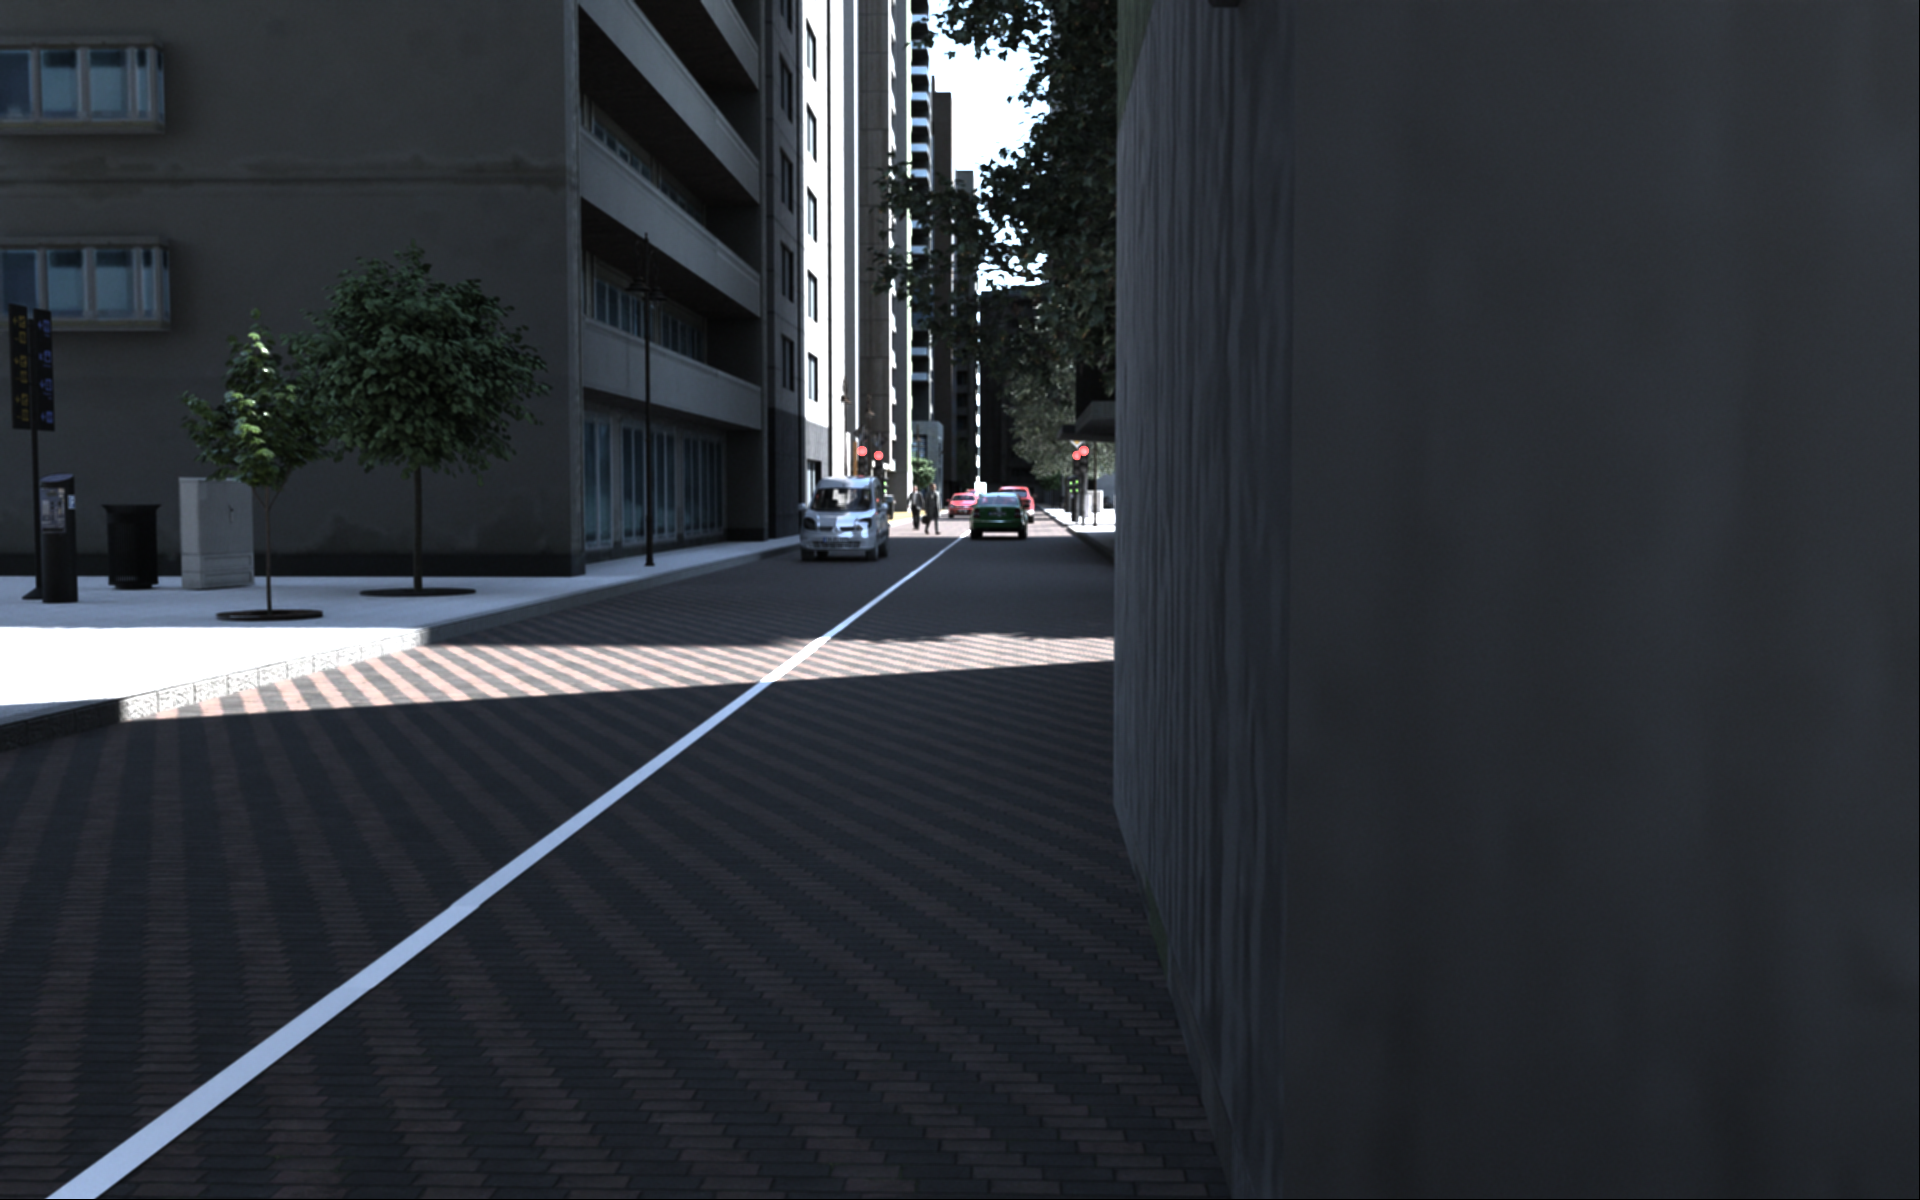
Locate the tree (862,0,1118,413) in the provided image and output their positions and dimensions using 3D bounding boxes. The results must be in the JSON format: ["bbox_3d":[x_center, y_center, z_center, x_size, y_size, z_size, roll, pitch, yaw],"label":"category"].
[{"bbox_3d":[3.943,-6.499,23.273,9.611,12.733,9.660,0,3,0],"label":"tree"}]

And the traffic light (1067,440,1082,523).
[{"bbox_3d":[5.142,-5.357,76.503,0.839,4.253,0.868,0,4,2],"label":"traffic light"}]

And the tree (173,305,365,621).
[{"bbox_3d":[-7.299,-1.425,17.900,1.663,3.219,1.824,0,3,0],"label":"tree"}]

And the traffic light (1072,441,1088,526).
[{"bbox_3d":[4.865,-4.869,68.523,0.839,4.253,0.868,0,4,2],"label":"traffic light"}]

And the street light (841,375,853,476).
[{"bbox_3d":[-4.434,-5.762,66.995,0.468,5.910,1.993,0,4,2],"label":"street light"}]

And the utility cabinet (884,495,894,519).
[{"bbox_3d":[-3.860,-4.669,87.504,1.020,1.237,0.306,-2,4,-24],"label":"utility cabinet"}]

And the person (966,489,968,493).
[{"bbox_3d":[0.545,-6.993,123.241,0.834,1.777,0.661,-1,4,-18],"label":"person"}]

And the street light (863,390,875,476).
[{"bbox_3d":[-4.031,-6.377,77.048,0.468,5.910,1.993,0,4,2],"label":"street light"}]

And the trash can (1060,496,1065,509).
[{"bbox_3d":[8.613,-8.104,144.156,0.748,1.137,0.748,0,3,0],"label":"trash can"}]

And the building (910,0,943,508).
[{"bbox_3d":[-12.538,-52.190,165.970,22.319,86.520,31.000,0,4,2],"label":"building"}]

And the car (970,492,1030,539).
[{"bbox_3d":[1.300,-2.925,56.616,1.959,1.807,4.718,0,4,3],"label":"car"}]

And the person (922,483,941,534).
[{"bbox_3d":[-0.971,-3.243,61.630,0.694,1.812,0.767,-2,4,-27],"label":"person"}]

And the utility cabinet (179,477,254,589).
[{"bbox_3d":[-10.100,-0.912,23.585,0.318,1.500,1.173,1,4,12],"label":"utility cabinet"}]

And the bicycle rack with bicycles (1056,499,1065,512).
[{"bbox_3d":[8.211,-6.870,125.710,2.852,0.926,2.925,-2,4,-24],"label":"bicycle rack with bicycles"}]

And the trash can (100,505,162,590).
[{"bbox_3d":[-11.181,-0.719,23.401,0.748,1.137,0.748,0,3,0],"label":"trash can"}]

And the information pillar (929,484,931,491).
[{"bbox_3d":[-1.955,-7.130,121.065,0.304,2.012,0.304,1,4,13],"label":"information pillar"}]

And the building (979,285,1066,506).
[{"bbox_3d":[9.646,-28.776,242.183,14.107,30.474,14.160,0,4,2],"label":"building"}]

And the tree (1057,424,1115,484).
[{"bbox_3d":[8.358,-10.916,128.846,4.737,8.622,4.395,0,3,0],"label":"tree"}]

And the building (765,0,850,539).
[{"bbox_3d":[-15.079,-37.901,57.940,20.611,71.187,20.563,0,4,2],"label":"building"}]

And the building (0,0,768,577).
[{"bbox_3d":[-16.288,-25.226,36.143,21.300,48.544,21.600,0,4,2],"label":"building"}]

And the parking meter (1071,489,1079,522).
[{"bbox_3d":[5.254,-4.316,78.983,0.372,1.533,0.369,0,3,0],"label":"parking meter"}]

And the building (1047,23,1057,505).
[{"bbox_3d":[21.311,-40.996,212.289,21.231,58.520,28.212,0,4,2],"label":"building"}]

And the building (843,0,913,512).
[{"bbox_3d":[-10.792,-26.730,120.622,14.154,41.232,14.086,0,4,2],"label":"building"}]

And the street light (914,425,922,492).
[{"bbox_3d":[-2.770,-8.620,113.730,0.468,5.910,1.993,0,4,2],"label":"street light"}]

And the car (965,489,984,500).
[{"bbox_3d":[1.148,-7.923,138.209,2.281,1.827,5.304,0,4,0],"label":"car"}]

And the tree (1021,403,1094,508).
[{"bbox_3d":[8.348,-14.052,147.871,7.486,12.596,7.792,0,3,0],"label":"tree"}]

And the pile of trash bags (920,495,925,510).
[{"bbox_3d":[-3.356,-7.851,138.109,1.912,1.369,3.447,2,4,30],"label":"pile of trash bags"}]

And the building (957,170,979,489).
[{"bbox_3d":[-8.242,-38.064,246.052,21.600,48.544,21.300,0,4,2],"label":"building"}]

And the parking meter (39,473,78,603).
[{"bbox_3d":[-10.657,-0.738,20.470,0.372,1.533,0.369,0,3,0],"label":"parking meter"}]

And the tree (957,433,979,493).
[{"bbox_3d":[0.185,-15.320,200.837,4.737,8.622,4.395,0,3,0],"label":"tree"}]

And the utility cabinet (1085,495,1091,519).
[{"bbox_3d":[6.730,-4.902,91.314,0.306,1.237,1.020,0,4,7],"label":"utility cabinet"}]

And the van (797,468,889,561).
[{"bbox_3d":[-2.533,-1.927,38.511,2.013,2.044,4.112,0,4,2],"label":"van"}]

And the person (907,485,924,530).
[{"bbox_3d":[-1.786,-3.693,69.276,0.661,1.777,0.834,0,4,1],"label":"person"}]

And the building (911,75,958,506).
[{"bbox_3d":[-7.523,-32.998,189.626,14.600,45.320,14.200,0,4,2],"label":"building"}]

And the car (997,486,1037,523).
[{"bbox_3d":[2.692,-4.757,86.458,2.281,1.827,5.304,0,4,3],"label":"car"}]

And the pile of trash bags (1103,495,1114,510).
[{"bbox_3d":[12.946,-8.284,145.190,1.912,1.369,3.447,1,4,20],"label":"pile of trash bags"}]

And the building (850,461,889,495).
[{"bbox_3d":[-20.407,-24.593,93.980,32.217,40.220,23.993,0,4,2],"label":"building"}]

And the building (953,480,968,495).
[{"bbox_3d":[-13.727,-34.374,216.646,28.867,44.769,22.147,0,4,2],"label":"building"}]

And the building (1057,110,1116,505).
[{"bbox_3d":[23.929,-35.475,169.249,28.713,52.752,27.495,0,4,2],"label":"building"}]

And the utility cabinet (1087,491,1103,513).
[{"bbox_3d":[8.782,-6.432,113.838,1.173,1.500,0.318,2,4,28],"label":"utility cabinet"}]

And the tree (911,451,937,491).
[{"bbox_3d":[-3.424,-9.001,130.884,4.285,4.588,4.351,0,3,0],"label":"tree"}]

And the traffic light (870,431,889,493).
[{"bbox_3d":[-3.564,-5.374,76.788,0.839,4.253,0.868,0,4,2],"label":"traffic light"}]

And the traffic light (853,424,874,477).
[{"bbox_3d":[-3.841,-4.886,68.808,0.839,4.253,0.868,0,4,2],"label":"traffic light"}]

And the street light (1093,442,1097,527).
[{"bbox_3d":[5.292,-5.803,67.674,0.468,5.910,1.993,0,4,2],"label":"street light"}]

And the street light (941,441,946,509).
[{"bbox_3d":[-1.444,-10.855,150.272,0.468,5.910,1.993,0,4,2],"label":"street light"}]

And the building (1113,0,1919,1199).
[{"bbox_3d":[7.779,-19.852,8.178,14.154,41.232,14.086,0,4,2],"label":"building"}]

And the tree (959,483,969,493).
[{"bbox_3d":[0.372,-14.367,229.494,1.663,3.219,1.824,0,3,0],"label":"tree"}]

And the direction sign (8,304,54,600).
[{"bbox_3d":[-11.277,-1.781,21.109,0.379,3.537,0.876,0,4,1],"label":"direction sign"}]

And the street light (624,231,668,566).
[{"bbox_3d":[-5.546,-3.547,30.780,0.468,5.910,1.993,0,4,2],"label":"street light"}]

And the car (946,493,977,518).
[{"bbox_3d":[0.243,-5.858,104.811,2.155,1.783,4.494,0,4,2],"label":"car"}]

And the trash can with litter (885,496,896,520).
[{"bbox_3d":[-3.524,-4.524,85.347,0.624,1.170,1.055,0,4,4],"label":"trash can with litter"}]

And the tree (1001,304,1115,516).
[{"bbox_3d":[7.587,-13.043,119.914,9.857,13.997,8.962,0,3,0],"label":"tree"}]

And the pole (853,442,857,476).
[{"bbox_3d":[-4.067,-4.497,67.369,0.158,3.312,0.155,0,3,0],"label":"pole"}]

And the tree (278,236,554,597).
[{"bbox_3d":[-6.935,-2.352,22.171,4.285,4.588,4.351,0,3,0],"label":"tree"}]

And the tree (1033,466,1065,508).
[{"bbox_3d":[8.243,-10.498,155.356,4.285,4.588,4.351,0,3,0],"label":"tree"}]
